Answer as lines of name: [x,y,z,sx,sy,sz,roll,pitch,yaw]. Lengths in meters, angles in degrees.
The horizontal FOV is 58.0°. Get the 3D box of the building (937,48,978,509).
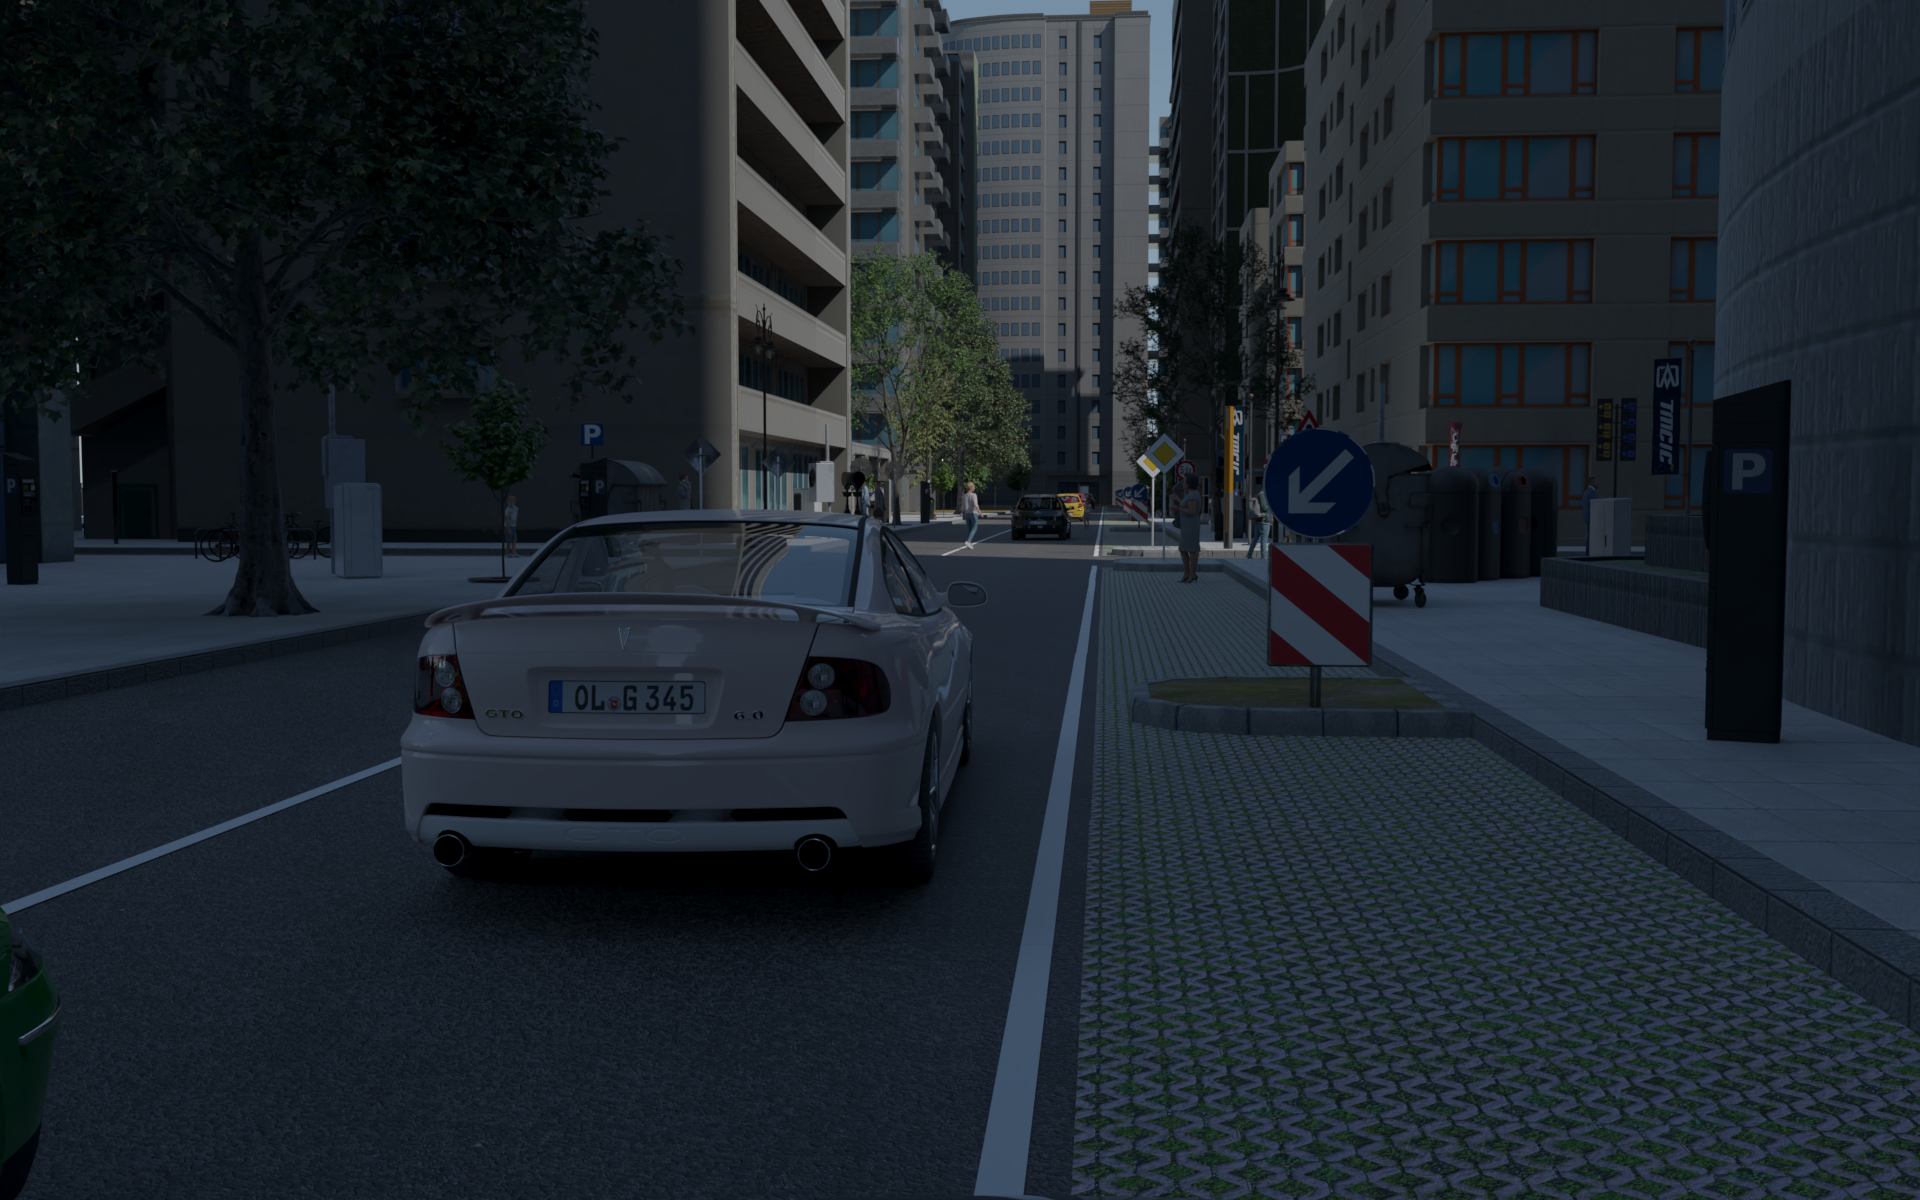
building: [-5.888,-28.861,155.471,14.154,41.232,14.086,0,4,5]

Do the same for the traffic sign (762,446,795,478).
traffic sign: [-4.386,-2.416,41.692,0.795,2.593,0.064,0,4,5]

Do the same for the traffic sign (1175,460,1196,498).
traffic sign: [8.482,-3.976,65.116,0.768,2.556,0.104,1,4,14]

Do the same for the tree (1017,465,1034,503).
tree: [6.371,-12.474,187.664,4.285,4.588,4.351,0,3,0]

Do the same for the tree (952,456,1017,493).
tree: [0.814,-8.491,122.548,4.285,4.588,4.351,0,3,0]

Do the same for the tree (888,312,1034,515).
tree: [0.157,-11.656,107.589,9.611,12.733,9.660,0,3,0]

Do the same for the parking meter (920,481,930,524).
parking meter: [-1.516,-4.264,75.421,0.399,1.863,0.255,-3,5,-41]

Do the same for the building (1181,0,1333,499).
building: [27.015,-42.031,125.456,20.563,71.187,20.611,0,4,5]

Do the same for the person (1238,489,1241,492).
person: [18.852,-6.716,116.781,0.436,1.711,0.756,2,4,30]

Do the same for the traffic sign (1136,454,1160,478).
traffic sign: [4.575,-2.369,40.923,0.795,2.593,0.064,0,4,5]

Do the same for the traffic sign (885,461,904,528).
traffic sign: [-2.510,-4.048,66.286,0.768,2.556,0.104,1,4,10]

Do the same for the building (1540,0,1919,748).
building: [15.320,-28.397,6.297,21.231,58.520,28.212,0,4,5]

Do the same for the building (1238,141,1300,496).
building: [30.888,-15.492,98.330,27.650,21.520,28.899,0,4,5]

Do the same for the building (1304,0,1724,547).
building: [27.003,-12.821,54.659,28.899,21.520,27.650,0,4,5]

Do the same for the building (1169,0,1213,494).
building: [28.985,-32.014,147.122,21.300,48.544,21.600,0,4,5]

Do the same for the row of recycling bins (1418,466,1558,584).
row of recycling bins: [7.968,-1.165,26.164,1.069,1.692,3.534,3,5,43]

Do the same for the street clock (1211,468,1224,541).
street clock: [7.105,-2.619,47.386,0.471,2.002,0.358,3,5,43]

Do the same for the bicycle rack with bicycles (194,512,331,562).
bicycle rack with bicycles: [-13.674,-1.266,34.082,2.925,0.926,2.852,-3,4,-36]

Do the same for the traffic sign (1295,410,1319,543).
traffic sign: [5.417,-1.649,26.966,0.884,2.594,0.081,0,4,5]

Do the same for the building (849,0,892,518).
building: [-14.363,-39.867,90.070,20.563,71.187,20.611,0,4,5]

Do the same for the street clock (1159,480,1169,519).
street clock: [10.550,-5.204,89.662,0.471,2.002,0.358,3,4,37]

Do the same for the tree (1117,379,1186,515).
tree: [11.955,-9.482,105.393,4.360,8.622,3.978,0,3,0]

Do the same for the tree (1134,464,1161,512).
tree: [14.302,-8.756,126.876,4.285,4.588,4.351,0,3,0]

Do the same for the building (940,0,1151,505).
building: [8.723,-40.970,211.859,28.212,58.520,21.231,0,4,5]

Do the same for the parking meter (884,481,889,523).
parking meter: [-3.257,-4.341,76.688,0.255,1.863,0.399,0,4,-3]

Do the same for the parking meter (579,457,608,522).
parking meter: [-5.722,-1.306,27.066,0.255,1.863,0.399,3,4,37]

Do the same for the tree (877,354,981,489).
tree: [-1.857,-8.434,88.262,4.737,8.622,4.395,0,3,0]

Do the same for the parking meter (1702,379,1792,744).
parking meter: [4.080,-0.202,9.019,0.399,1.863,0.255,2,4,27]

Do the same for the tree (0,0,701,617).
tree: [-7.575,-6.187,18.163,9.611,12.733,9.660,0,3,0]

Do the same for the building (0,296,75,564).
building: [-33.239,-43.294,20.534,31.000,86.520,22.319,0,4,5]

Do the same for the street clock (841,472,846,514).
street clock: [-3.684,-3.184,56.627,0.358,2.002,0.471,-2,4,-28]

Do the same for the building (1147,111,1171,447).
building: [38.172,-36.250,212.295,30.456,49.044,23.786,0,4,5]

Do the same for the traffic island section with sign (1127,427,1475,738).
traffic island section with sign: [2.101,-0.153,11.123,1.989,1.847,2.006,0,4,5]

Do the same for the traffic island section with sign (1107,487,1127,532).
traffic island section with sign: [6.700,-3.501,65.873,1.989,1.847,2.006,0,4,5]

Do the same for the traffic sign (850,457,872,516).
traffic sign: [-3.437,-3.666,60.044,0.768,2.556,0.104,0,4,5]

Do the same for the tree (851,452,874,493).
tree: [-4.466,-5.178,79.265,1.663,3.219,1.824,0,3,0]

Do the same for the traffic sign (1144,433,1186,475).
traffic sign: [3.908,-1.882,32.966,0.795,2.593,0.064,0,4,5]

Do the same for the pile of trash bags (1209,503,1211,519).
pile of trash bags: [11.490,-4.430,82.188,1.912,1.369,3.447,-1,4,-15]

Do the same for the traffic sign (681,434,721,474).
traffic sign: [-5.054,-1.929,33.735,0.795,2.593,0.064,0,4,5]

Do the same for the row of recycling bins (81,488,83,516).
row of recycling bins: [-51.490,-5.831,102.457,1.069,1.692,3.534,-2,4,-35]

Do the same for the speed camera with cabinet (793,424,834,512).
speed camera with cabinet: [-4.214,-3.385,49.683,0.660,3.252,2.038,-2,4,-24]

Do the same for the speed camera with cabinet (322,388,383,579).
speed camera with cabinet: [-9.502,-2.002,27.063,0.660,3.252,2.038,-2,4,-27]

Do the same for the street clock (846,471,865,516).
street clock: [-3.266,-3.093,55.139,0.471,2.002,0.358,-2,4,-31]

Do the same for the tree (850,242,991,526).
tree: [-2.526,-8.857,70.562,9.928,11.665,9.643,0,3,0]

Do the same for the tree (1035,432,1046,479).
tree: [6.795,-14.167,181.988,4.737,8.622,4.395,0,3,0]

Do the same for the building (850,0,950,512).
building: [-12.538,-31.423,133.380,23.786,49.044,30.456,0,4,5]

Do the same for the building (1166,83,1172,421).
building: [31.893,-31.671,172.441,22.147,44.769,28.867,0,4,5]

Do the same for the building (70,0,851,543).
building: [-15.627,-26.363,54.733,21.300,48.544,21.600,0,4,5]

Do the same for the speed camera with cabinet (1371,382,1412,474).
speed camera with cabinet: [7.222,-2.189,30.131,0.660,3.252,2.038,3,4,36]

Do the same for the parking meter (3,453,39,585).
parking meter: [-13.288,-1.150,24.512,0.399,1.863,0.255,2,4,23]

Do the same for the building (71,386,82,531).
building: [-38.174,-22.610,53.265,14.086,41.232,14.154,0,4,5]

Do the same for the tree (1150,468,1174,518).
tree: [11.892,-6.379,98.892,1.663,3.219,1.824,0,3,0]

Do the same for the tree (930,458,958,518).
tree: [-1.013,-6.071,93.862,1.663,3.219,1.824,0,3,0]

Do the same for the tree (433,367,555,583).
tree: [-6.827,-1.877,25.289,1.663,3.219,1.824,0,3,0]

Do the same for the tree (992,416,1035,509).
tree: [3.187,-11.962,145.939,4.737,8.622,4.395,0,3,0]

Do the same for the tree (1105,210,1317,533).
tree: [8.262,-7.523,57.409,7.601,10.594,8.767,1,4,11]
